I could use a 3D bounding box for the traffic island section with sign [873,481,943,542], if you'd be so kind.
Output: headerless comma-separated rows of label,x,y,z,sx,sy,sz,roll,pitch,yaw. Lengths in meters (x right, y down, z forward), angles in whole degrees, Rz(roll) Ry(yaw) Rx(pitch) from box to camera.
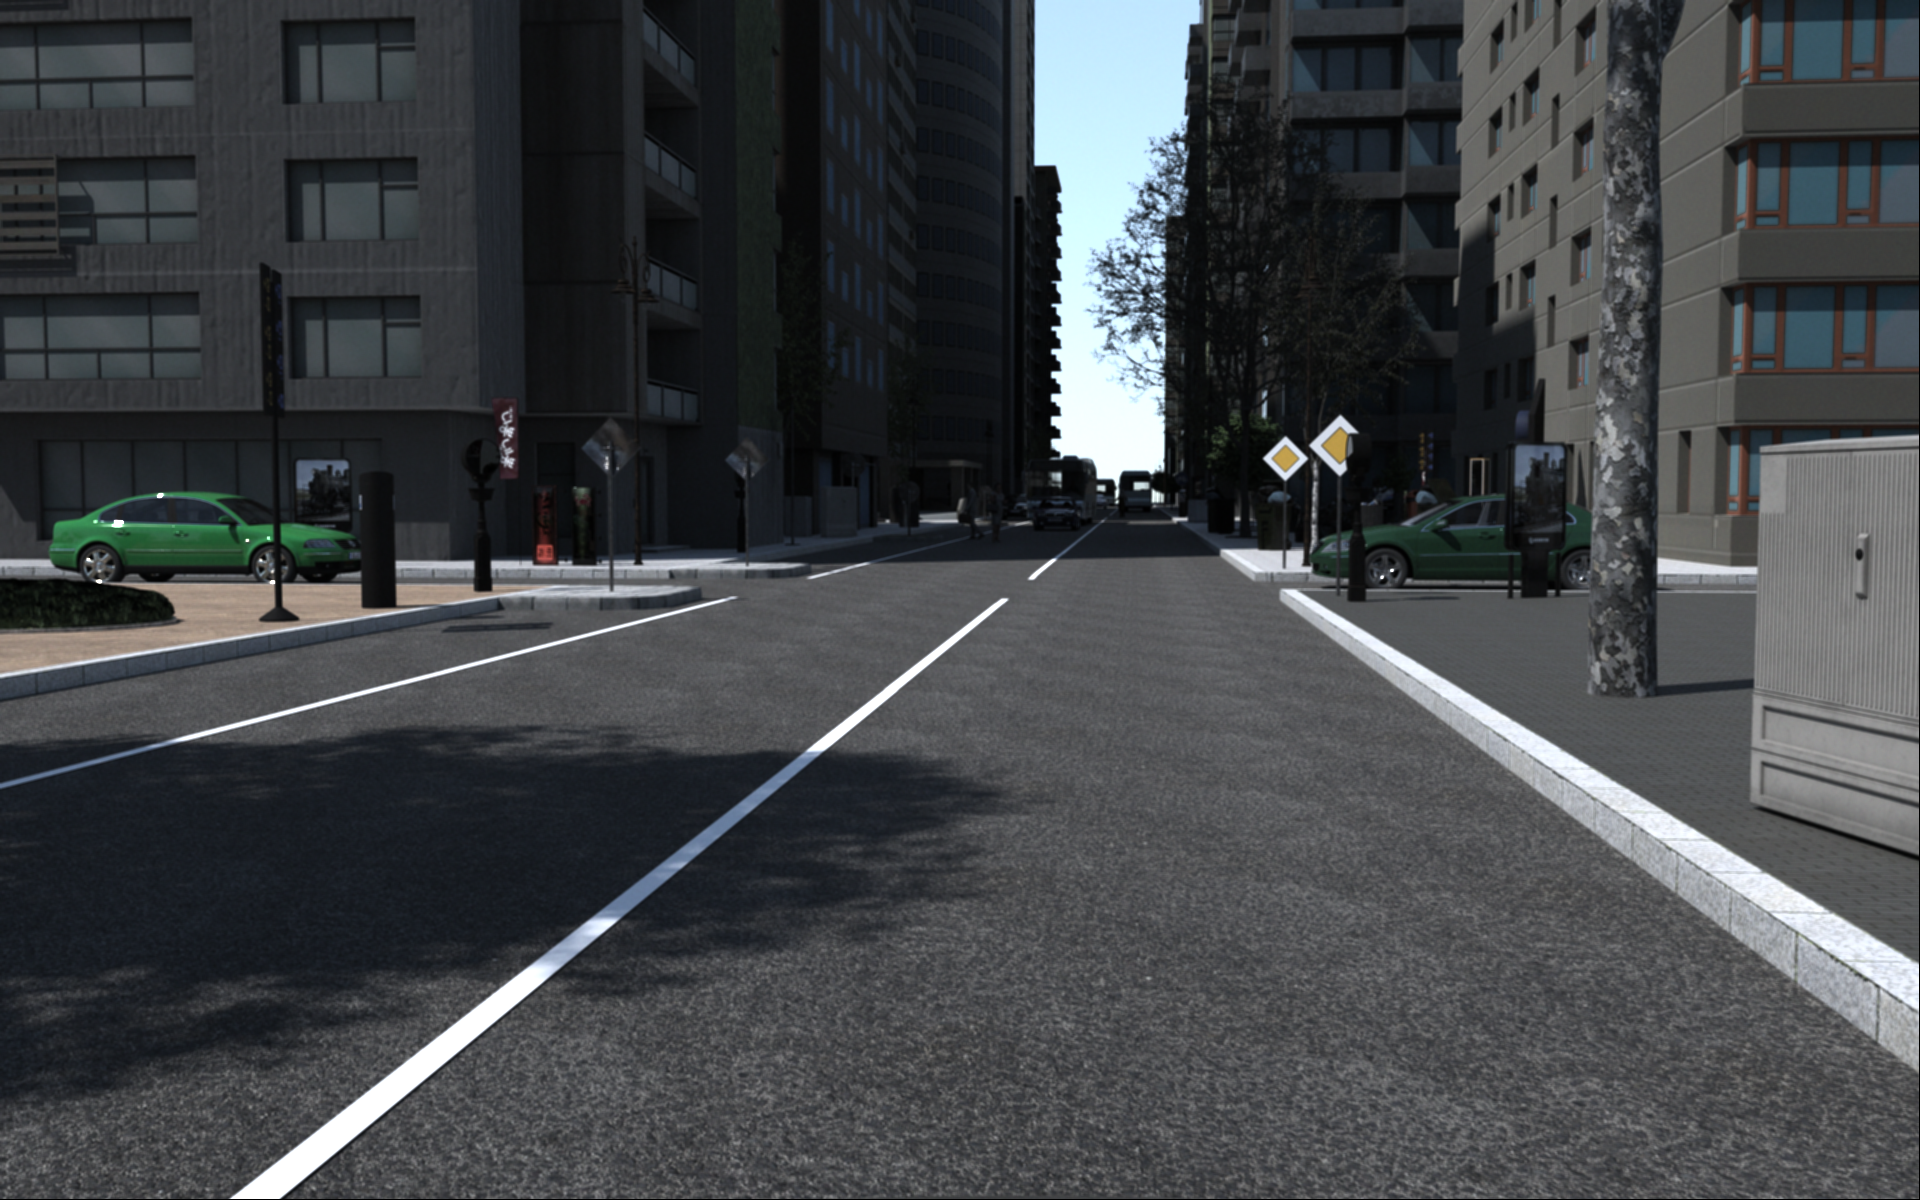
traffic island section with sign,-1.543,-2.708,52.902,1.989,1.847,2.006,0,4,6

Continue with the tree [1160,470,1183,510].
tree,17.084,-8.779,138.138,1.663,3.219,1.824,0,3,0

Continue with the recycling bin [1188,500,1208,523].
recycling bin,10.744,-4.007,78.073,0.722,1.027,0.722,-1,4,-22

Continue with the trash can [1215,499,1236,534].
trash can,8.518,-2.689,55.623,0.748,1.137,0.748,0,3,0

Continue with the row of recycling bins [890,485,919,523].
row of recycling bins,-2.533,-4.329,77.888,1.069,1.692,3.534,1,4,8

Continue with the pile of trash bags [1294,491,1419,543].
pile of trash bags,10.656,-2.197,45.673,3.447,1.369,1.912,0,4,-5

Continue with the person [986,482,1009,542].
person,1.093,-2.620,51.690,0.716,1.782,0.532,-2,4,-33

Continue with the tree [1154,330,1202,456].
tree,10.237,-7.395,71.264,4.360,8.622,3.978,0,3,0

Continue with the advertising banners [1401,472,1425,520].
advertising banners,16.501,-4.074,62.805,0.090,3.025,2.074,-1,4,-10

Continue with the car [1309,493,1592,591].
car,7.731,-0.863,25.914,4.920,1.459,2.131,0,4,7

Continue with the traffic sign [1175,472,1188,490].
traffic sign,12.980,-6.194,101.371,0.768,2.556,0.104,0,4,6

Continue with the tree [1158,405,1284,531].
tree,10.113,-4.711,60.743,4.285,4.588,4.351,0,3,0

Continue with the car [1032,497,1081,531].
car,3.875,-3.446,68.915,1.945,1.354,3.894,0,4,6

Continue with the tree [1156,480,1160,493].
tree,23.674,-12.706,202.348,1.663,3.219,1.824,0,3,0

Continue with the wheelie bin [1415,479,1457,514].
wheelie bin,9.759,-1.689,35.525,0.980,1.594,0.693,-3,4,-38

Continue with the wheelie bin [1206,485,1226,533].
wheelie bin,8.517,-3.042,57.648,0.693,1.594,0.980,0,4,7

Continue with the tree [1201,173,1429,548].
tree,8.618,-5.534,40.837,4.360,8.622,3.978,0,3,0

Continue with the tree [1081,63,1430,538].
tree,8.211,-8.561,50.345,12.009,13.543,11.850,0,3,0

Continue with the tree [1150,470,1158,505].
tree,24.478,-13.918,211.279,4.285,4.588,4.351,0,3,0

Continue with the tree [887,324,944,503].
tree,-2.639,-7.577,74.240,4.737,8.622,4.395,0,3,0

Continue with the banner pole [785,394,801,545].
banner pole,-4.221,-3.277,43.590,0.401,3.779,0.863,0,4,-6

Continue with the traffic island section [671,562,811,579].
traffic island section,-3.796,-0.518,30.743,2.009,0.180,2.903,0,4,6

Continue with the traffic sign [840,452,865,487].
traffic sign,-3.260,-3.212,52.626,0.768,2.556,0.104,0,4,6

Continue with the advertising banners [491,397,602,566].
advertising banners,-7.435,-2.135,31.096,2.074,3.025,0.090,1,4,13

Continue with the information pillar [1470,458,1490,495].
information pillar,10.734,-1.915,35.796,0.304,2.012,0.304,3,5,41

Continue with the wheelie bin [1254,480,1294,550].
wheelie bin,7.184,-1.941,39.638,0.693,1.594,0.980,-3,4,-37

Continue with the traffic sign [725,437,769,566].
traffic sign,-3.772,-1.654,30.679,0.795,2.450,0.064,0,4,6

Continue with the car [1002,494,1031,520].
car,3.177,-5.333,96.980,2.009,1.686,4.222,0,4,4

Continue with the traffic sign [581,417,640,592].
traffic sign,-4.582,-1.168,22.735,0.795,2.450,0.064,0,4,6

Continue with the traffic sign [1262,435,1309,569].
traffic sign,5.572,-1.594,29.710,0.795,2.450,0.064,0,4,6

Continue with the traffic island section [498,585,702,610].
traffic island section,-4.606,-0.032,22.799,2.009,0.180,2.903,0,4,6

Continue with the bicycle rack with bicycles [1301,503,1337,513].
bicycle rack with bicycles,14.253,-3.218,65.996,2.852,0.926,2.925,-2,4,-30

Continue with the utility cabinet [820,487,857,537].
utility cabinet,-3.573,-2.600,51.194,1.173,1.500,0.318,-3,5,-43

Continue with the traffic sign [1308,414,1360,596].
traffic sign,4.762,-1.108,21.766,0.795,2.450,0.064,0,4,6

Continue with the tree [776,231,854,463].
tree,-5.148,-6.059,49.434,4.737,8.622,4.395,0,3,0

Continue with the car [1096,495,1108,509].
car,13.250,-9.482,167.392,2.083,1.381,4.827,0,4,4

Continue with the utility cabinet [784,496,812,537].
utility cabinet,-4.846,-2.496,51.963,0.306,1.237,1.020,-3,5,-43

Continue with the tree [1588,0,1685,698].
tree,4.736,-9.371,9.109,12.611,20.169,13.585,0,3,0

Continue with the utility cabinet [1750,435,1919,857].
utility cabinet,3.422,0.136,6.458,0.318,1.500,1.173,0,4,-6

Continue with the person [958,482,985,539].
person,0.359,-2.834,54.951,0.853,1.813,0.709,0,4,-2

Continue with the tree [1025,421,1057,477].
tree,7.719,-13.667,173.824,4.737,8.622,4.395,0,3,0

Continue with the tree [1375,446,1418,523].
tree,17.563,-4.597,69.757,1.663,3.219,1.824,0,3,0

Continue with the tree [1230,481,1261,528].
tree,11.215,-4.356,65.828,1.663,3.219,1.824,0,3,0

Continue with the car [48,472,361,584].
car,-11.778,-1.130,27.269,4.718,1.807,1.959,0,4,4

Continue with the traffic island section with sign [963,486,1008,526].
traffic island section with sign,1.201,-4.348,79.718,1.989,1.847,2.006,0,4,6

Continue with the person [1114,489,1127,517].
person,9.973,-5.992,107.198,0.721,1.736,1.217,3,5,44
